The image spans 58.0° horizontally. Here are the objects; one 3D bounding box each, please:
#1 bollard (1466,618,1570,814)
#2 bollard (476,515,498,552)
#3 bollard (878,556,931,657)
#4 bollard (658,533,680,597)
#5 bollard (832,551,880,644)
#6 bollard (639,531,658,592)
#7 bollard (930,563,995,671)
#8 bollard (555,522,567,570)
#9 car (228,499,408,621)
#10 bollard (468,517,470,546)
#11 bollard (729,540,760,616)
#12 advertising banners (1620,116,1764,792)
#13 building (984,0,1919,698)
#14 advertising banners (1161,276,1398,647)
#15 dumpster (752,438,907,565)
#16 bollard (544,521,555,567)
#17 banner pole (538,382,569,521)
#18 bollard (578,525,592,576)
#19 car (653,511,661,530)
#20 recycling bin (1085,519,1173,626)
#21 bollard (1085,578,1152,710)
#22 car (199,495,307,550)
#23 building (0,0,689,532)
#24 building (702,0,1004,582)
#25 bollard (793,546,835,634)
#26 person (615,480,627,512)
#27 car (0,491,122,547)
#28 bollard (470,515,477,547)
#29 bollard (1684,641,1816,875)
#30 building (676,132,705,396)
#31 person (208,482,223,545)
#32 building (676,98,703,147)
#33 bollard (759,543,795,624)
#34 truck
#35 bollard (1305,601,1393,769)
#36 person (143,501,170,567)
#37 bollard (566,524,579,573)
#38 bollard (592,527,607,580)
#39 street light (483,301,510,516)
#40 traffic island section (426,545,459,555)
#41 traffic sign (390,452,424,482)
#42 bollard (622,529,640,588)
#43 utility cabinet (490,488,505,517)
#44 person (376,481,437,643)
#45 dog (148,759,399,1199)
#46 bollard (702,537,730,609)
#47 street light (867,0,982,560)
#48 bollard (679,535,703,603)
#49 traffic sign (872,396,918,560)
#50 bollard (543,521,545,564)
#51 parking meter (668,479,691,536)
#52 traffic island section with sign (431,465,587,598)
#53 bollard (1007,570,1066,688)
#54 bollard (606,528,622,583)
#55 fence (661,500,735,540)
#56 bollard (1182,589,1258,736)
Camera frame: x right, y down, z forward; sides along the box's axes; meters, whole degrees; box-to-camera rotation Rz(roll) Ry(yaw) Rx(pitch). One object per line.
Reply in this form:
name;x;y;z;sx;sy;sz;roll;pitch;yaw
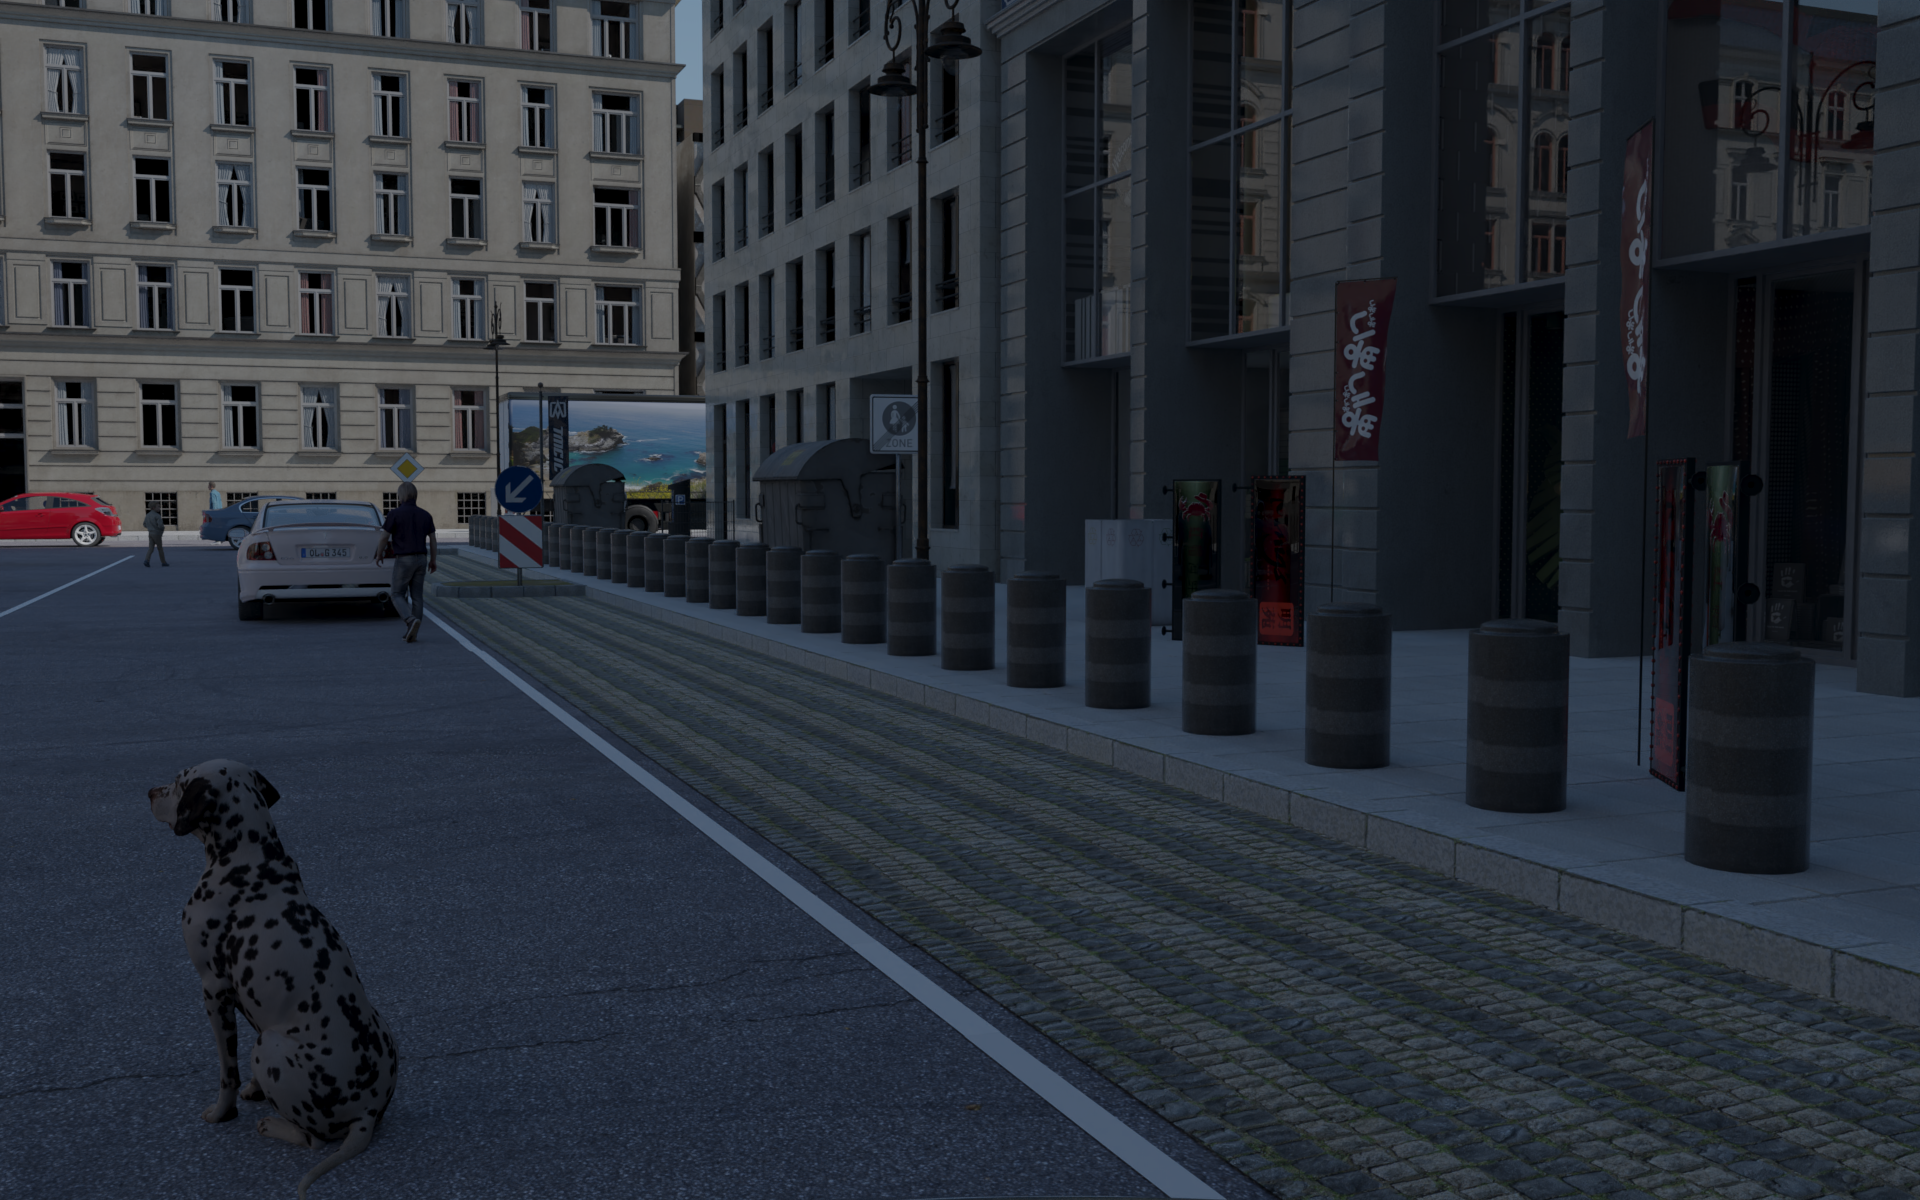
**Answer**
bollard;2.293;0.464;7.126;0.404;0.777;0.398;0;3;0
bollard;-11.078;-1.589;40.692;0.404;0.777;0.398;0;3;0
bollard;-0.384;0.053;13.848;0.404;0.777;0.398;0;3;0
bollard;-3.505;-0.426;21.679;0.404;0.777;0.398;0;3;0
bollard;-0.828;-0.015;14.965;0.404;0.777;0.398;0;3;0
bollard;-3.948;-0.494;22.796;0.404;0.777;0.398;0;3;0
bollard;0.059;0.121;12.731;0.404;0.777;0.398;0;3;0
bollard;-6.617;-0.904;29.497;0.404;0.777;0.398;0;3;0
car;-7.843;-0.542;21.217;2.083;1.381;4.827;-1;4;-22
bollard;-11.980;-1.727;42.959;0.404;0.777;0.398;0;3;0
bollard;-2.169;-0.221;18.329;0.404;0.777;0.398;0;3;0
advertising banners;3.141;-0.697;7.577;0.090;3.025;2.074;0;4;8
building;11.019;-14.355;12.198;11.434;29.767;29.804;-1;4;-22
advertising banners;2.654;-1.125;14.580;2.074;3.025;0.090;2;4;34
dumpster;-1.405;-0.794;18.733;1.264;1.857;1.865;-1;4;-22
bollard;-7.065;-0.973;30.620;0.404;0.777;0.398;0;3;0
banner pole;-9.157;-2.987;38.858;0.863;3.779;0.401;0;4;3
bollard;-5.729;-0.767;27.263;0.404;0.777;0.398;0;3;0
car;-8.940;-2.918;56.388;5.304;1.827;2.281;-1;4;-23
recycling bin;1.705;-0.277;17.083;0.722;1.027;0.722;-2;4;-26
bollard;0.957;0.259;10.484;0.404;0.777;0.398;0;3;0
car;-17.419;-2.031;45.210;4.499;1.417;2.014;-2;4;-23
building;-26.611;-14.308;67.224;30.059;22.955;16.112;-1;4;-22
building;2.005;-10.964;34.014;10.420;20.320;16.860;-1;4;-22
bollard;-1.279;-0.084;16.095;0.404;0.777;0.398;0;3;0
person;-9.100;-2.283;45.978;0.789;1.805;0.875;2;4;27
car;-25.237;-2.320;46.969;4.494;1.783;2.155;-1;4;-21
bollard;-11.530;-1.658;41.831;0.404;0.777;0.398;0;3;0
bollard;2.735;0.533;6.008;0.404;0.777;0.398;0;3;0
building;-4.790;-12.761;76.094;16.811;18.784;16.820;-1;4;-22
person;-21.010;-2.452;48.933;0.444;1.785;0.601;0;4;6
building;-29.540;-33.221;193.274;14.200;45.320;14.600;-1;4;-22
bollard;-1.723;-0.153;17.213;0.404;0.777;0.398;0;3;0
truck;-7.560;-3.770;50.560;11.283;4.237;2.839;-1;4;-21
bollard;1.849;0.396;8.242;0.404;0.777;0.398;0;3;0
person;-15.828;-1.299;34.018;0.475;1.303;0.640;1;4;10
bollard;-6.176;-0.836;28.379;0.404;0.777;0.398;0;3;0
bollard;-5.281;-0.699;26.146;0.404;0.777;0.398;0;3;0
street light;-11.116;-4.212;41.655;0.468;5.910;1.993;-1;4;-22
traffic island section;-13.225;-1.183;41.621;2.009;0.180;2.903;-1;4;-22
traffic sign;-13.244;-2.318;41.535;0.795;2.450;0.064;-1;4;-22
bollard;-4.395;-0.562;23.912;0.404;0.777;0.398;0;3;0
utility cabinet;-15.750;-3.100;59.362;0.318;1.500;1.173;0;4;2
person;-5.383;-0.371;16.770;0.569;1.553;0.471;0;4;-7
dog;-1.506;0.796;3.826;0.513;0.831;0.800;-2;4;-24
bollard;-2.617;-0.289;19.444;0.404;0.777;0.398;0;3;0
street light;-0.317;-2.558;14.615;0.468;5.910;1.993;-1;4;-22
bollard;-3.056;-0.358;20.563;0.404;0.777;0.398;0;3;0
traffic sign;-0.636;-0.965;17.913;0.606;2.300;0.079;-1;4;-16
bollard;-7.507;-1.041;31.738;0.404;0.777;0.398;0;3;0
parking meter;-4.645;-1.239;28.667;0.372;1.533;0.369;0;3;0
traffic island section with sign;-6.498;-0.985;24.733;1.989;1.847;2.006;-1;4;-22
bollard;0.511;0.191;11.600;0.404;0.777;0.398;0;3;0
bollard;-4.838;-0.631;25.029;0.404;0.777;0.398;0;3;0
fence;-3.983;-0.935;26.490;0.480;1.192;2.264;1;4;22
bollard;1.403;0.328;9.359;0.404;0.777;0.398;0;3;0
